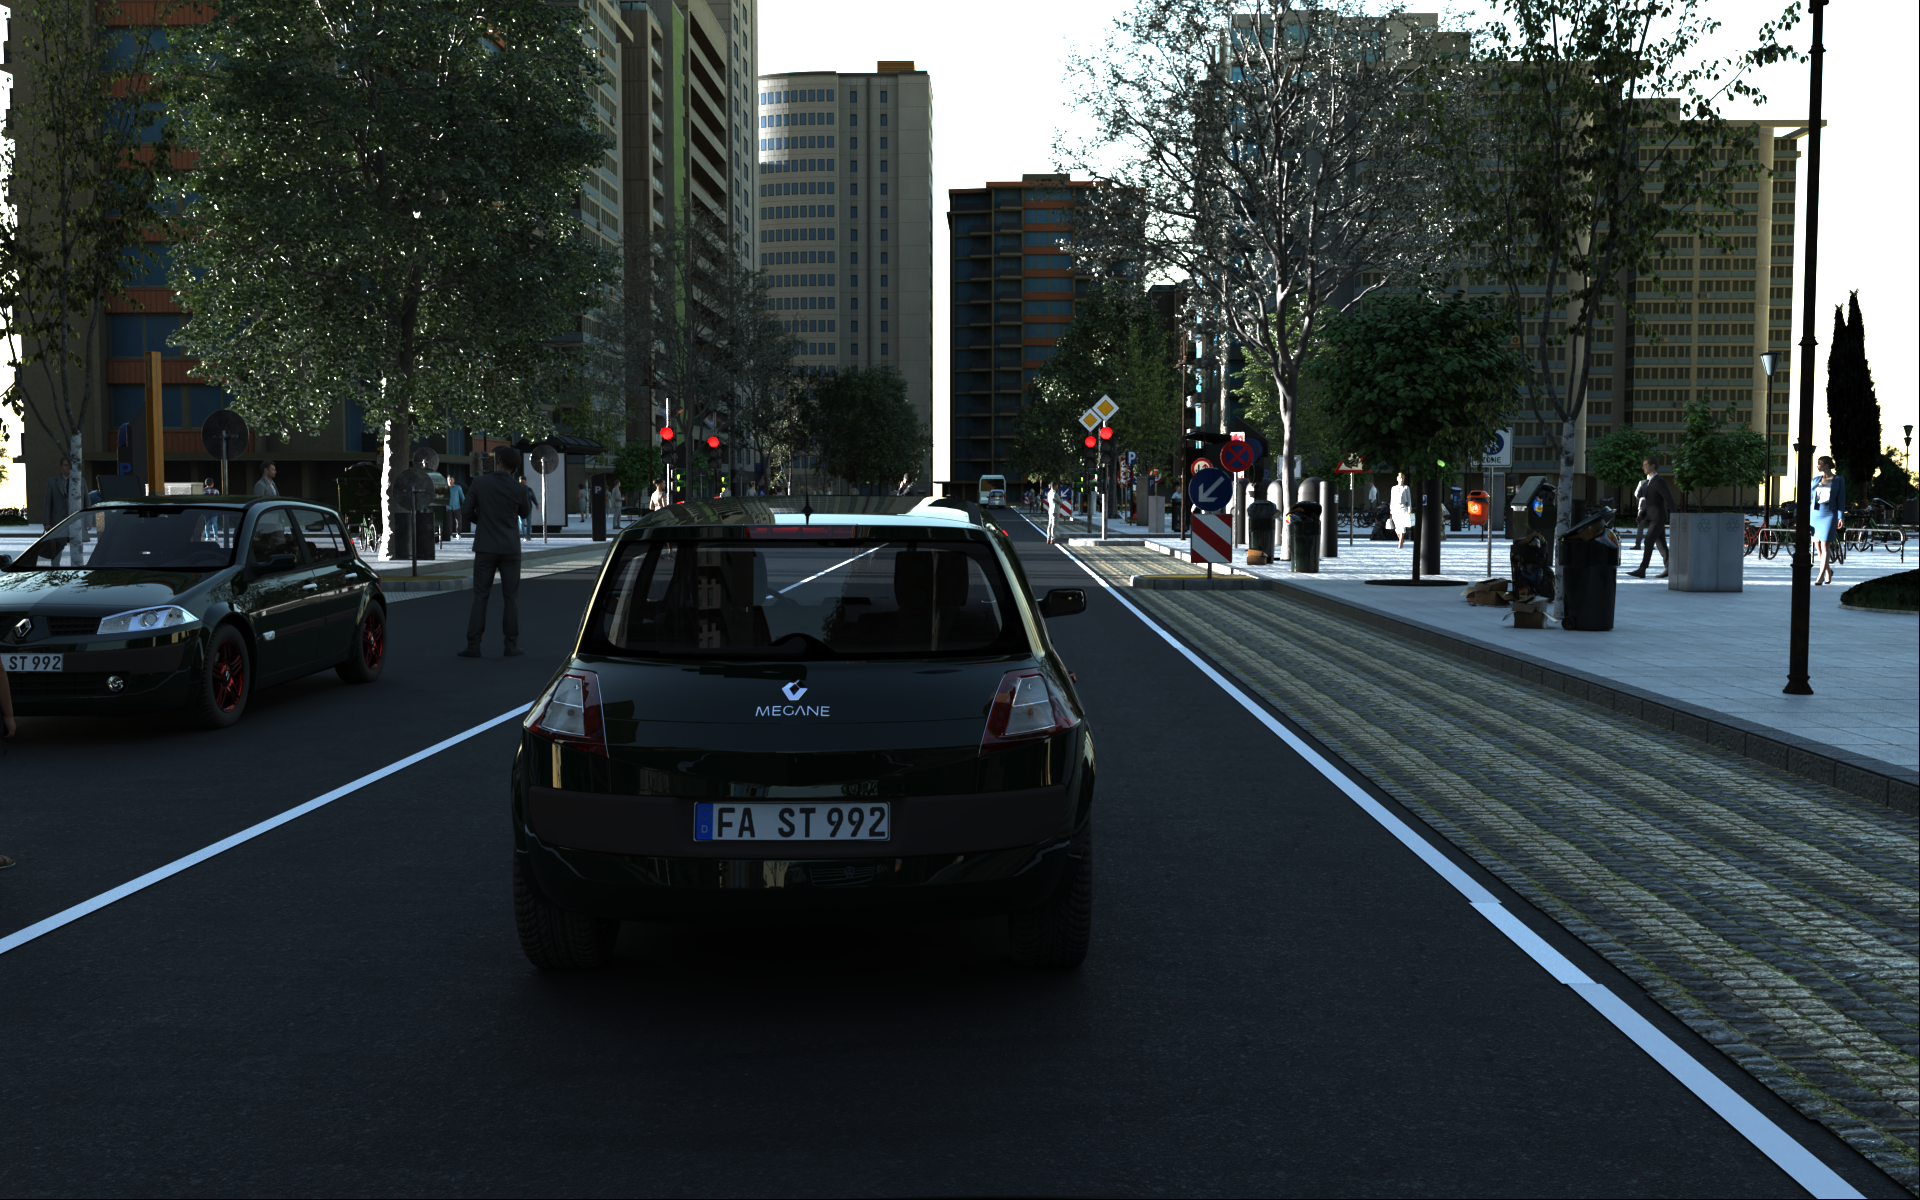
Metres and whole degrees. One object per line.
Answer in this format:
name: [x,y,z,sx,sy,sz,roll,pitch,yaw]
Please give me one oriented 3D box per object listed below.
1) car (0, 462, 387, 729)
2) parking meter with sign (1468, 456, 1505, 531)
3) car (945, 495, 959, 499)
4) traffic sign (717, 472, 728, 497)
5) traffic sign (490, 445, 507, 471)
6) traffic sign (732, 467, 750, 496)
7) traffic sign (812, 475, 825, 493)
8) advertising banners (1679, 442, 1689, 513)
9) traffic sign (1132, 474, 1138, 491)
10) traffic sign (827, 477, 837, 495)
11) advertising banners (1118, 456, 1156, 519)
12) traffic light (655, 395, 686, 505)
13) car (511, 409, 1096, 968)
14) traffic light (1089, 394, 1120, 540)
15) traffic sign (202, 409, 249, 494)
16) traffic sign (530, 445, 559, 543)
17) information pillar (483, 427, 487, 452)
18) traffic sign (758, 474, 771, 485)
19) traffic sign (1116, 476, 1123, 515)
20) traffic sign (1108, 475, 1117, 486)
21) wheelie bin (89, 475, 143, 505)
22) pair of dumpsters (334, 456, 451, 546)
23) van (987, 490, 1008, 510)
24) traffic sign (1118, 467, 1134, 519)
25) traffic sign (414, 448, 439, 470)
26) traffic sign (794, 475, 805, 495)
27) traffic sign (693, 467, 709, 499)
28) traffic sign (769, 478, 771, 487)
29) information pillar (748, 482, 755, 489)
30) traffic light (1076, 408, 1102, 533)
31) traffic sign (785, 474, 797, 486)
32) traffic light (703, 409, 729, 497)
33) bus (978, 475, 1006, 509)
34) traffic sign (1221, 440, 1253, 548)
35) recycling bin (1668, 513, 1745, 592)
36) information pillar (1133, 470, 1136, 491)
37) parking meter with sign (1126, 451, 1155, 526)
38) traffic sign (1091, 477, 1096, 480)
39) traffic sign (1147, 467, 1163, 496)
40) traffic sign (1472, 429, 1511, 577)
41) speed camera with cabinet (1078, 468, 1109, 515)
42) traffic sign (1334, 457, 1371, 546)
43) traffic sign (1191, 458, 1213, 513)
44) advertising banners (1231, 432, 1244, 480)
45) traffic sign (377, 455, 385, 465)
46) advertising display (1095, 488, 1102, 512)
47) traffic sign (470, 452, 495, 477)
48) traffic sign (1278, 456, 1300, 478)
car: [-5.317,-0.124,11.821,2.009,1.686,4.222,0,4,0]
parking meter with sign: [18.651,-3.925,60.438,1.738,3.016,0.543,1,4,10]
car: [-1.056,-11.812,205.713,1.945,1.354,3.894,0,3,0]
traffic sign: [-13.470,-5.961,97.572,0.768,2.556,0.104,0,4,2]
traffic sign: [-11.992,-2.766,45.324,0.768,2.556,0.104,1,4,9]
traffic sign: [-10.318,-4.991,81.606,0.884,2.594,0.081,0,4,4]
traffic sign: [-9.492,-7.122,116.448,0.884,2.594,0.081,0,4,5]
advertising banners: [23.796,-3.719,56.998,0.090,3.025,2.074,1,4,14]
traffic sign: [10.259,-6.151,100.681,0.768,2.556,0.104,0,4,2]
traffic sign: [-9.677,-7.980,130.581,0.768,2.556,0.104,1,4,9]
advertising banners: [8.072,-5.071,79.099,2.074,3.025,0.090,-2,4,-28]
traffic light: [-8.193,-3.671,48.948,0.839,4.253,0.868,0,4,1]
car: [-0.472,0.193,6.633,2.009,1.686,4.222,0,4,-1]
traffic light: [4.065,-3.657,48.707,0.839,4.253,0.868,0,4,1]
traffic sign: [-11.078,-1.591,26.112,0.768,2.556,0.104,1,4,8]
traffic sign: [-10.775,-2.741,44.917,0.768,2.556,0.104,0,4,8]
information pillar: [-15.988,-4.099,58.380,0.183,3.616,0.504,-1,4,-16]
traffic sign: [-11.507,-6.255,102.267,0.884,2.594,0.081,0,4,7]
traffic sign: [10.048,-6.564,107.422,0.768,2.556,0.104,1,4,10]
traffic sign: [9.512,-6.736,110.133,0.884,2.594,0.081,1,4,8]
wheelie bin: [-13.948,-1.270,28.671,0.980,1.594,0.693,-3,5,-40]
pair of dumpsters: [-14.149,-2.493,43.252,1.574,2.255,4.437,0,4,1]
van: [3.468,-9.451,161.527,2.013,2.044,4.112,0,4,2]
traffic sign: [7.691,-4.902,80.247,0.768,2.556,0.104,1,4,11]
traffic sign: [-14.639,-2.896,47.458,0.768,2.556,0.104,1,4,11]
traffic sign: [-10.842,-7.126,116.510,0.884,2.594,0.081,0,4,3]
traffic sign: [-12.293,-5.020,82.179,0.768,2.556,0.104,1,4,10]
traffic sign: [-12.142,-6.516,108.672,0.606,2.300,0.079,1,4,10]
information pillar: [-12.324,-5.987,102.377,0.304,2.012,0.304,2,4,32]
traffic light: [4.233,-4.145,56.690,0.839,4.253,0.868,0,4,1]
traffic sign: [-10.741,-6.741,110.319,0.768,2.556,0.104,0,4,3]
traffic light: [-8.025,-4.160,56.931,0.839,4.253,0.868,0,4,1]
bus: [3.233,-10.976,174.317,2.948,3.499,13.247,0,4,1]
traffic sign: [6.517,-2.491,40.831,0.768,2.556,0.104,0,4,2]
recycling bin: [9.873,-0.634,22.924,0.722,1.027,0.722,0,4,0]
information pillar: [12.471,-8.048,122.943,0.504,3.616,0.183,-2,4,-28]
parking meter with sign: [7.461,-4.487,69.630,0.543,3.016,1.738,-3,5,-39]
traffic sign: [10.013,-7.812,127.831,0.768,2.556,0.104,1,4,10]
traffic sign: [9.139,-4.948,81.003,0.768,2.556,0.104,0,4,3]
traffic sign: [8.172,-1.502,26.688,0.606,2.300,0.079,1,4,10]
speed camera with cabinet: [8.305,-6.843,106.217,2.038,3.252,0.660,2,4,25]
traffic sign: [9.732,-2.630,43.004,0.884,2.594,0.081,0,4,7]
traffic sign: [8.516,-3.726,61.026,0.768,2.556,0.104,0,4,3]
advertising banners: [8.335,-3.210,48.664,0.090,3.025,2.074,-2,4,-35]
traffic sign: [-15.123,-2.672,45.816,0.606,2.300,0.079,0,4,7]
advertising display: [10.028,-7.148,122.088,0.974,1.923,0.123,0,4,-8]
traffic sign: [-11.486,-2.418,41.669,0.606,2.300,0.079,0,4,2]
traffic sign: [8.740,-2.684,46.018,0.606,2.300,0.079,1,4,8]
